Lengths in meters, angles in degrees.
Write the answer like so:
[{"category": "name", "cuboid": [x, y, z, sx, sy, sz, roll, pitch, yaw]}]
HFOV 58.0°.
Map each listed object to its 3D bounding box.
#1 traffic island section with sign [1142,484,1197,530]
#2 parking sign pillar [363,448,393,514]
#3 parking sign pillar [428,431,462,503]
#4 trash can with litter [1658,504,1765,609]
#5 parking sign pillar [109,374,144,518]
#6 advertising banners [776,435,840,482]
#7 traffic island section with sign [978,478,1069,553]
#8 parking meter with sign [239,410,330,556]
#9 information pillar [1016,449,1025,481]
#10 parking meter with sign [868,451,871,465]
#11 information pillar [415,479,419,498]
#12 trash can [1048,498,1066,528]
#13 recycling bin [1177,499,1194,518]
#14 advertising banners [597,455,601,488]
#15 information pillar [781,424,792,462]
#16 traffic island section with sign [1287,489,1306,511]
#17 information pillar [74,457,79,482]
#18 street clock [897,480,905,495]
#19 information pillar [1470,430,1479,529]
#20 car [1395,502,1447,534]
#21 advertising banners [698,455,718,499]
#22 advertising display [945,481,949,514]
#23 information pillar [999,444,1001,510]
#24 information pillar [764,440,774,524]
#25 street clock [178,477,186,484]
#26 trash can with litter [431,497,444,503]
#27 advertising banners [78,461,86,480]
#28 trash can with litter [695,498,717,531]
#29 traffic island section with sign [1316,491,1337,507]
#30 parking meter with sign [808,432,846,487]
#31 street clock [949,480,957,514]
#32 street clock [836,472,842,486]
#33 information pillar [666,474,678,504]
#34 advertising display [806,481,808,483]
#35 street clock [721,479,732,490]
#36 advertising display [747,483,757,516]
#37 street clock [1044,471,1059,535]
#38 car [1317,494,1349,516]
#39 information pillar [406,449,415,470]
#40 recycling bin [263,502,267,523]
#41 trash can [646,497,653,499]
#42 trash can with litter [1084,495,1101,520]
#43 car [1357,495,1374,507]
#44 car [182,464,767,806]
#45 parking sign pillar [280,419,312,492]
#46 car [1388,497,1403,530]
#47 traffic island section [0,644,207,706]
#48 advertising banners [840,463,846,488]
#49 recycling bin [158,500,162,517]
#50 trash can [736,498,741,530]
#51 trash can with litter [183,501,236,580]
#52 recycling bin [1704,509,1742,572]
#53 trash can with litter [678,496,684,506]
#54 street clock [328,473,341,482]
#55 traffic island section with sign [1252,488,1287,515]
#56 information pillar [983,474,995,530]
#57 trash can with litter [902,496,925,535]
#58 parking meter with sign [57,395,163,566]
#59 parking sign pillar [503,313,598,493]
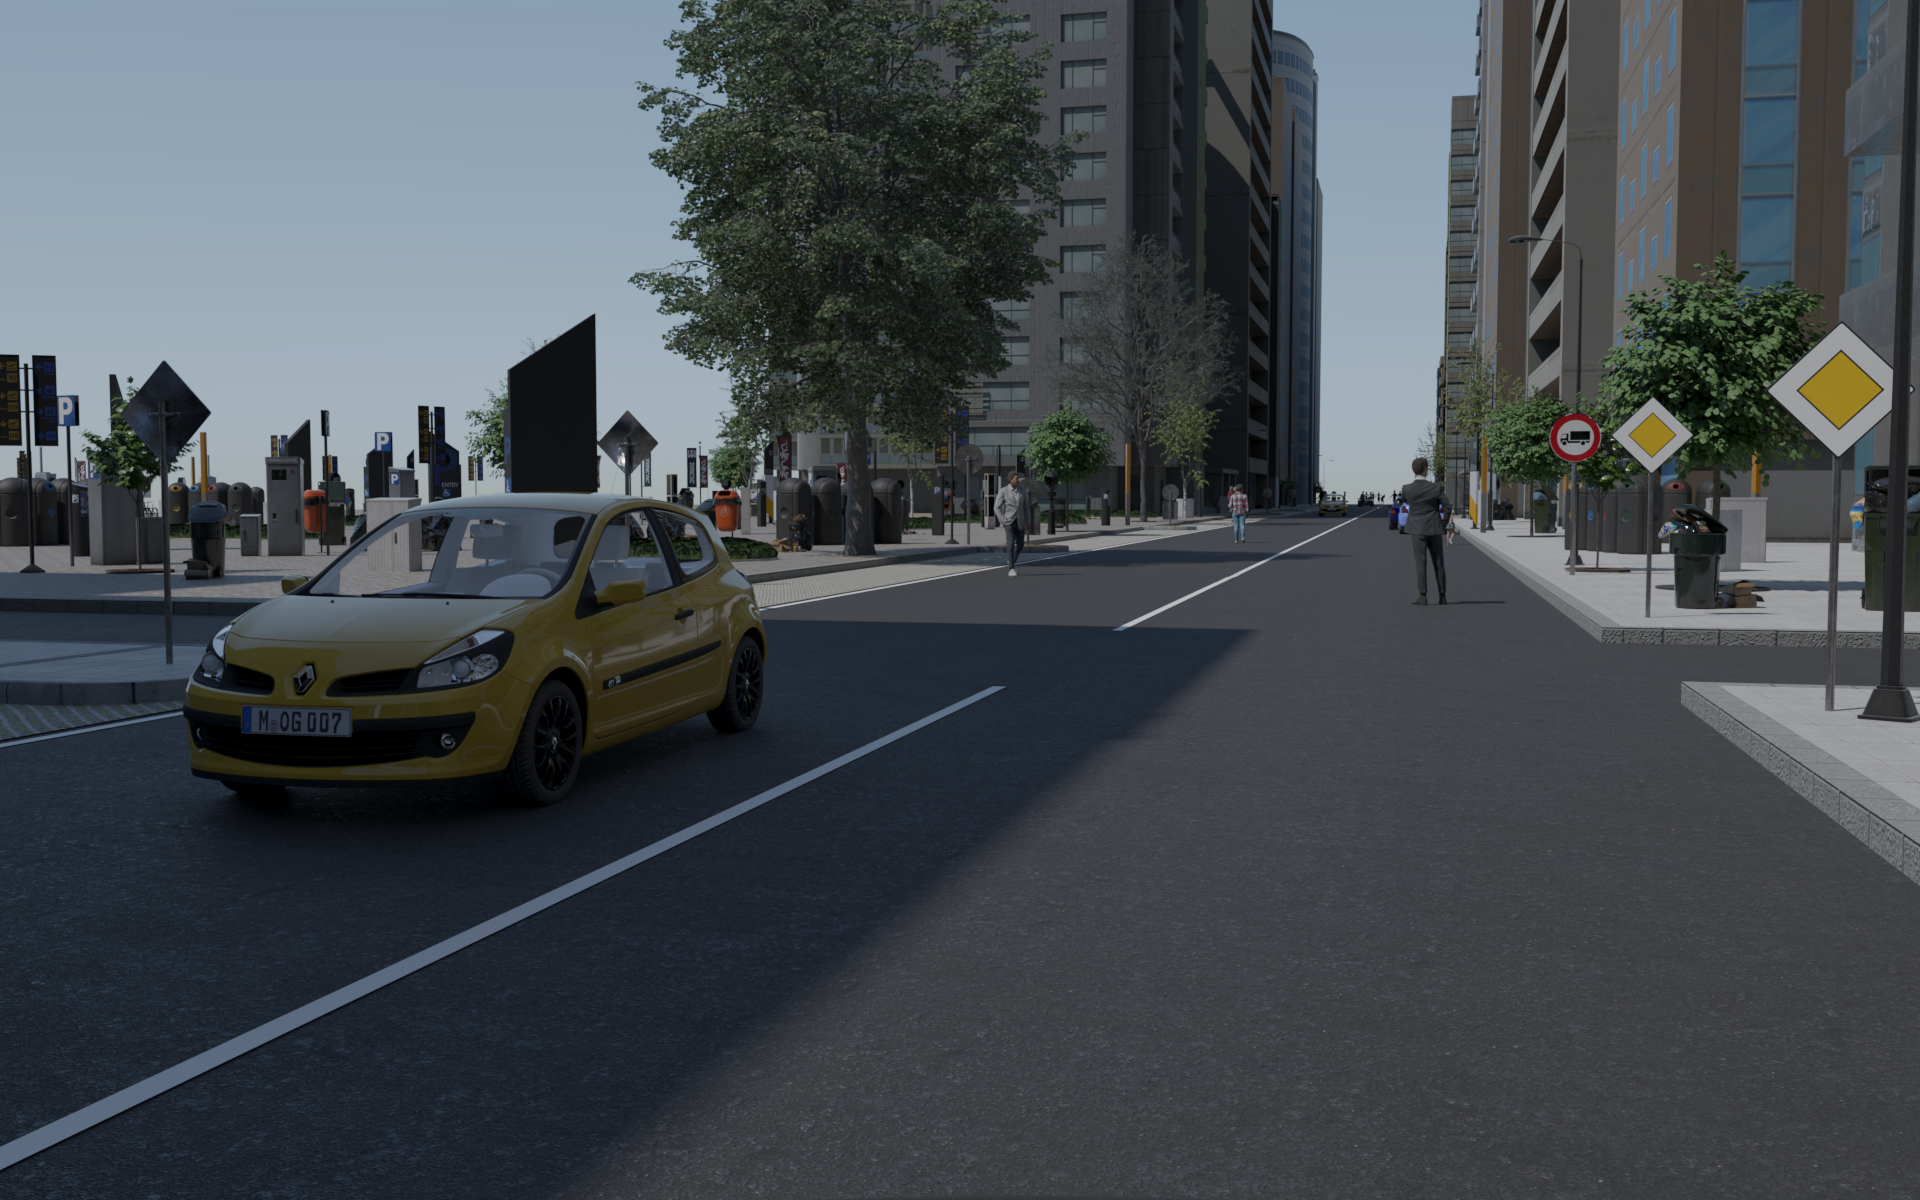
[{"category": "traffic island section with sign", "cuboid": [8.363, -3.680, 68.799, 1.989, 1.847, 2.006, 1, 4, 14]}, {"category": "parking sign pillar", "cuboid": [-26.576, -5.547, 79.160, 1.447, 3.967, 1.447, 3, 4, 37]}, {"category": "parking sign pillar", "cuboid": [-21.683, -5.163, 72.891, 1.447, 3.967, 1.447, -2, 4, -31]}, {"category": "trash can with litter", "cuboid": [8.487, -0.499, 19.541, 1.055, 1.170, 0.624, -1, 4, -17]}, {"category": "parking sign pillar", "cuboid": [-19.058, -3.129, 39.634, 1.447, 3.967, 1.447, -1, 4, -15]}, {"category": "advertising banners", "cuboid": [-4.584, -3.394, 51.673, 2.074, 3.025, 0.090, -2, 4, -35]}, {"category": "traffic island section with sign", "cuboid": [1.629, -2.084, 42.695, 1.989, 1.847, 2.006, 1, 4, 14]}, {"category": "parking meter with sign", "cuboid": [-13.968, -2.419, 35.818, 1.738, 3.016, 0.543, -1, 4, -11]}, {"category": "information pillar", "cuboid": [3.124, -5.962, 88.834, 0.504, 3.616, 0.183, -1, 4, -13]}, {"category": "parking meter with sign", "cuboid": [-4.243, -4.606, 71.577, 0.543, 3.016, 1.738, -1, 4, -23]}, {"category": "information pillar", "cuboid": [-26.716, -4.925, 85.022, 0.304, 2.012, 0.304, -1, 4, -17]}, {"category": "trash can", "cuboid": [3.677, -3.276, 65.215, 0.748, 1.137, 0.748, 0, 3, 0]}, {"category": "recycling bin", "cuboid": [12.159, -4.954, 93.544, 0.722, 1.027, 0.722, -1, 4, -19]}, {"category": "advertising banners", "cuboid": [-16.538, -4.944, 77.030, 0.090, 3.025, 2.074, 2, 4, 24]}, {"category": "information pillar", "cuboid": [-5.720, -4.016, 57.017, 0.183, 3.616, 0.504, 2, 4, 33]}, {"category": "traffic island section with sign", "cuboid": [27.527, -8.219, 143.000, 1.989, 1.847, 2.006, 1, 4, 14]}, {"category": "information pillar", "cuboid": [-55.869, -7.232, 109.590, 0.504, 3.616, 0.183, 3, 5, 45]}, {"category": "street clock", "cuboid": [-3.056, -5.108, 88.091, 0.471, 2.002, 0.358, 0, 4, -8]}, {"category": "information pillar", "cuboid": [18.854, -4.411, 63.468, 0.183, 3.616, 0.504, -1, 4, -12]}, {"category": "car", "cuboid": [16.818, -3.263, 62.938, 1.945, 1.707, 3.694, 1, 4, 14]}, {"category": "advertising banners", "cuboid": [-11.017, -5.037, 78.548, 0.090, 3.025, 2.074, 3, 5, 44]}, {"category": "advertising display", "cuboid": [-0.912, -4.718, 82.347, 0.123, 1.923, 0.974, 3, 5, 43]}, {"category": "information pillar", "cuboid": [1.876, -5.514, 81.513, 0.183, 3.616, 0.504, 0, 4, 5]}, {"category": "information pillar", "cuboid": [-8.254, -5.106, 74.839, 0.504, 3.616, 0.183, -3, 5, -43]}, {"category": "street clock", "cuboid": [-33.468, -4.278, 74.520, 0.358, 2.002, 0.471, -1, 4, -10]}, {"category": "trash can with litter", "cuboid": [-18.523, -3.111, 62.257, 0.624, 1.170, 1.055, 2, 4, 24]}, {"category": "advertising banners", "cuboid": [-45.170, -5.760, 90.368, 2.074, 3.025, 0.090, 1, 4, 19]}, {"category": "trash can with litter", "cuboid": [-6.469, -1.961, 43.443, 0.624, 1.170, 1.055, 2, 4, 35]}, {"category": "traffic island section with sign", "cuboid": [41.655, -11.563, 197.688, 1.989, 1.847, 2.006, 1, 4, 14]}, {"category": "parking meter with sign", "cuboid": [-3.786, -3.118, 47.247, 1.738, 3.016, 0.543, -1, 4, -22]}, {"category": "street clock", "cuboid": [-0.395, -5.261, 90.594, 0.471, 2.002, 0.358, -2, 4, -31]}, {"category": "street clock", "cuboid": [-4.121, -3.237, 57.499, 0.358, 2.002, 0.471, 1, 4, 19]}, {"category": "information pillar", "cuboid": [-10.525, -3.598, 63.326, 0.304, 2.012, 0.304, 3, 5, 42]}, {"category": "advertising display", "cuboid": [-7.215, -4.948, 86.117, 0.974, 1.923, 0.123, 0, 4, 2]}, {"category": "street clock", "cuboid": [-11.287, -4.841, 83.713, 0.471, 2.002, 0.358, -2, 4, -35]}, {"category": "advertising display", "cuboid": [-12.016, -5.860, 101.021, 0.974, 1.923, 0.123, 1, 4, 21]}, {"category": "street clock", "cuboid": [2.889, -3.061, 54.620, 0.358, 2.002, 0.471, -2, 4, -33]}, {"category": "car", "cuboid": [24.456, -6.315, 113.481, 2.015, 1.641, 3.980, 1, 4, 15]}, {"category": "information pillar", "cuboid": [-28.612, -6.051, 90.284, 0.183, 3.616, 0.504, 2, 4, 29]}, {"category": "recycling bin", "cuboid": [-21.279, -2.548, 54.218, 0.722, 1.027, 0.722, 2, 4, 30]}, {"category": "trash can", "cuboid": [-15.290, -4.440, 84.242, 0.748, 1.137, 0.748, 0, 3, 0]}, {"category": "trash can with litter", "cuboid": [6.716, -4.718, 88.196, 1.678, 1.210, 2.233, 1, 4, 16]}, {"category": "car", "cuboid": [46.874, -11.464, 200.016, 1.945, 1.354, 3.894, 1, 4, 16]}, {"category": "car", "cuboid": [-2.403, 0.055, 9.320, 2.015, 1.641, 3.980, 1, 4, 13]}, {"category": "parking sign pillar", "cuboid": [-23.771, -4.493, 61.940, 1.447, 3.967, 1.447, 1, 4, 16]}, {"category": "car", "cuboid": [18.409, -3.545, 70.538, 1.945, 1.354, 3.894, 1, 4, 16]}, {"category": "traffic island section", "cuboid": [-6.012, 0.560, 13.129, 2.009, 0.180, 2.903, 1, 4, 14]}, {"category": "advertising banners", "cuboid": [-5.931, -6.215, 97.796, 2.074, 3.025, 0.090, 0, 4, 8]}, {"category": "recycling bin", "cuboid": [-35.797, -4.029, 78.420, 0.722, 1.027, 0.722, -3, 5, -43]}, {"category": "trash can", "cuboid": [-8.067, -3.129, 62.817, 0.748, 1.137, 0.748, 0, 3, 0]}, {"category": "trash can with litter", "cuboid": [-11.434, -0.914, 26.335, 0.624, 1.170, 1.055, -1, 4, -12]}, {"category": "recycling bin", "cuboid": [12.466, -0.994, 28.800, 0.722, 1.027, 0.722, -1, 4, -21]}, {"category": "trash can with litter", "cuboid": [-13.170, -4.224, 80.121, 2.233, 1.210, 1.678, 3, 4, 37]}, {"category": "street clock", "cuboid": [-21.074, -3.286, 58.299, 0.358, 2.002, 0.471, 2, 4, 24]}, {"category": "traffic island section with sign", "cuboid": [20.784, -6.622, 116.899, 1.989, 1.847, 2.006, 1, 4, 14]}, {"category": "information pillar", "cuboid": [1.084, -3.556, 62.631, 0.304, 2.012, 0.304, -1, 4, -22]}, {"category": "trash can with litter", "cuboid": [-1.955, -2.691, 55.059, 1.678, 1.210, 2.233, 1, 4, 13]}, {"category": "parking meter with sign", "cuboid": [-15.321, -2.144, 31.323, 0.543, 3.016, 1.738, 2, 4, 30]}, {"category": "parking sign pillar", "cuboid": [-6.083, -2.280, 25.750, 1.447, 3.967, 1.447, -2, 4, -28]}]
